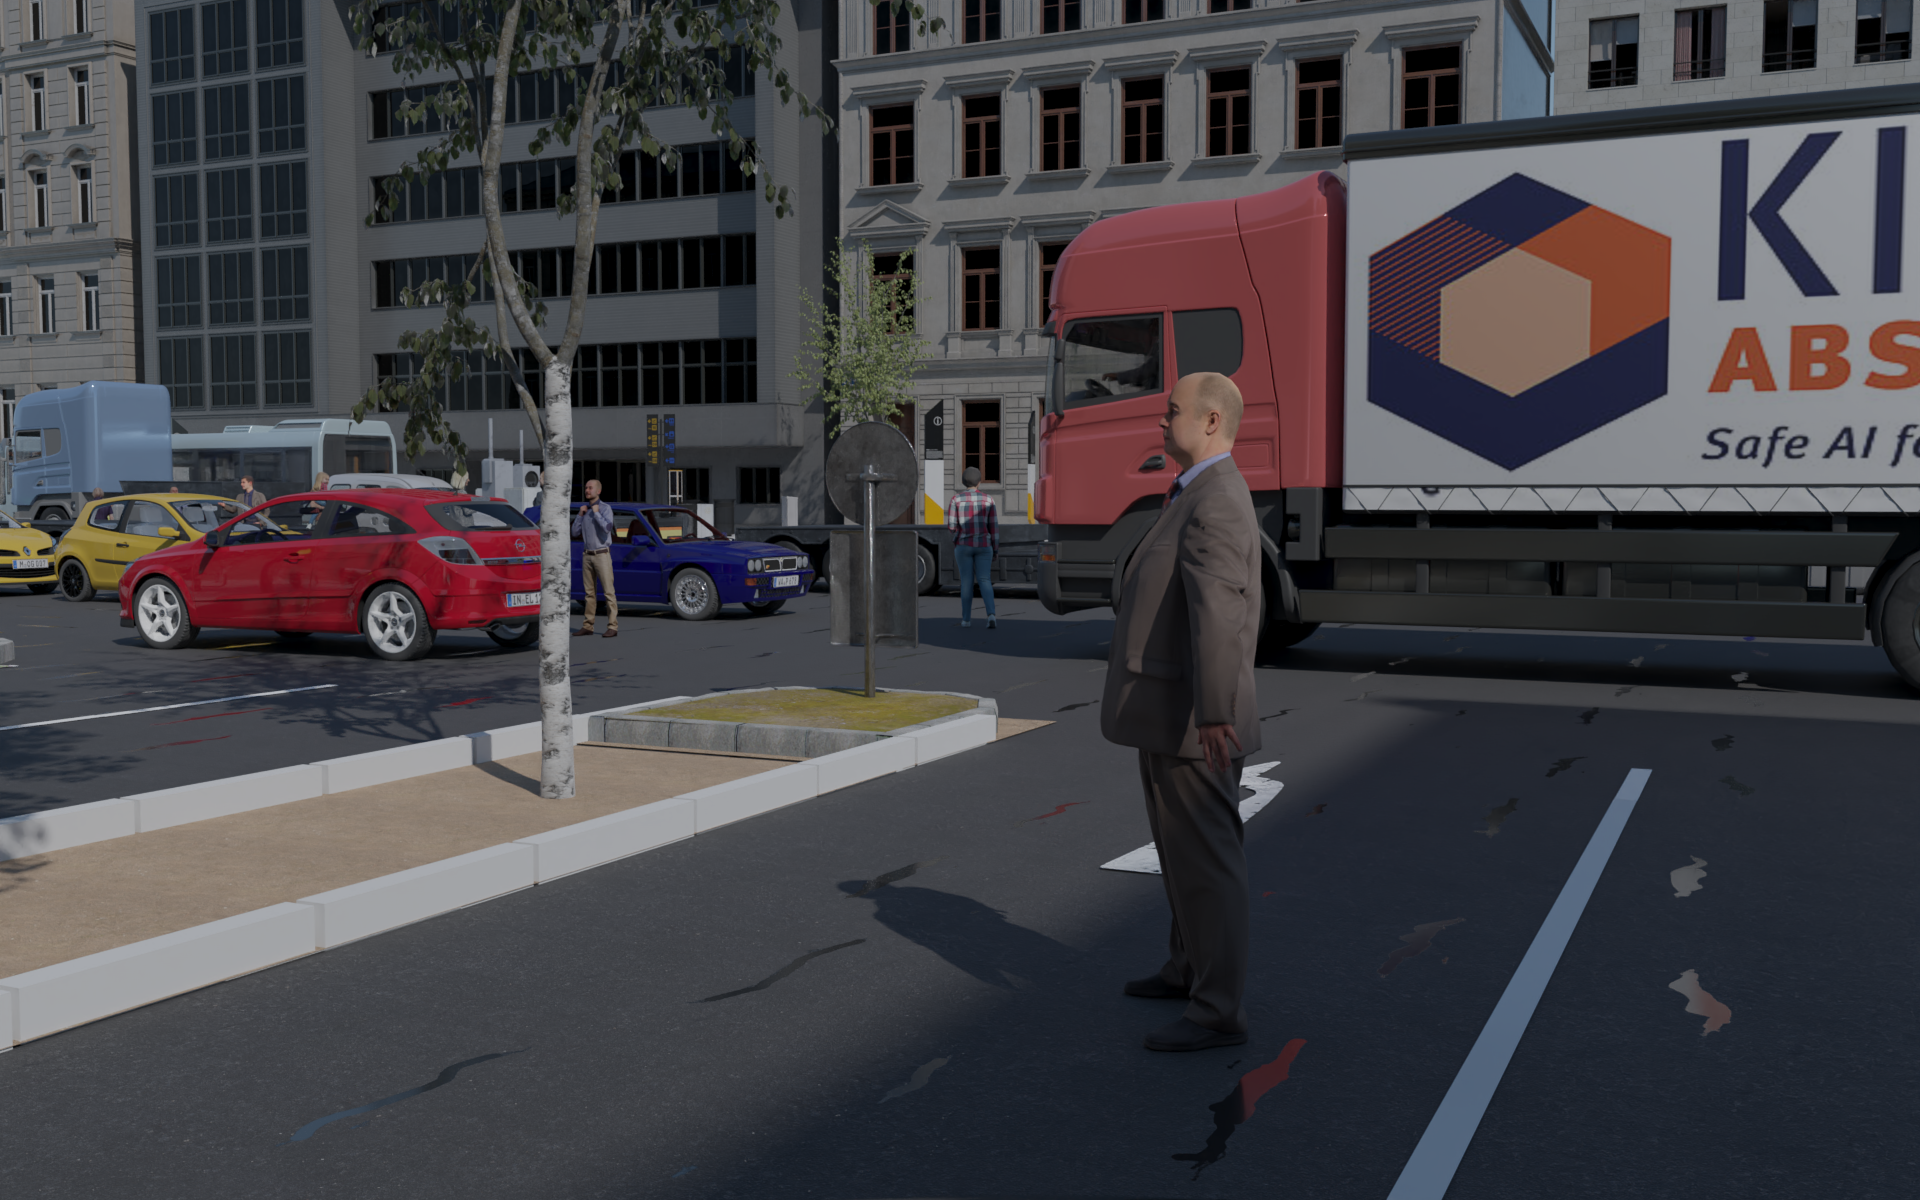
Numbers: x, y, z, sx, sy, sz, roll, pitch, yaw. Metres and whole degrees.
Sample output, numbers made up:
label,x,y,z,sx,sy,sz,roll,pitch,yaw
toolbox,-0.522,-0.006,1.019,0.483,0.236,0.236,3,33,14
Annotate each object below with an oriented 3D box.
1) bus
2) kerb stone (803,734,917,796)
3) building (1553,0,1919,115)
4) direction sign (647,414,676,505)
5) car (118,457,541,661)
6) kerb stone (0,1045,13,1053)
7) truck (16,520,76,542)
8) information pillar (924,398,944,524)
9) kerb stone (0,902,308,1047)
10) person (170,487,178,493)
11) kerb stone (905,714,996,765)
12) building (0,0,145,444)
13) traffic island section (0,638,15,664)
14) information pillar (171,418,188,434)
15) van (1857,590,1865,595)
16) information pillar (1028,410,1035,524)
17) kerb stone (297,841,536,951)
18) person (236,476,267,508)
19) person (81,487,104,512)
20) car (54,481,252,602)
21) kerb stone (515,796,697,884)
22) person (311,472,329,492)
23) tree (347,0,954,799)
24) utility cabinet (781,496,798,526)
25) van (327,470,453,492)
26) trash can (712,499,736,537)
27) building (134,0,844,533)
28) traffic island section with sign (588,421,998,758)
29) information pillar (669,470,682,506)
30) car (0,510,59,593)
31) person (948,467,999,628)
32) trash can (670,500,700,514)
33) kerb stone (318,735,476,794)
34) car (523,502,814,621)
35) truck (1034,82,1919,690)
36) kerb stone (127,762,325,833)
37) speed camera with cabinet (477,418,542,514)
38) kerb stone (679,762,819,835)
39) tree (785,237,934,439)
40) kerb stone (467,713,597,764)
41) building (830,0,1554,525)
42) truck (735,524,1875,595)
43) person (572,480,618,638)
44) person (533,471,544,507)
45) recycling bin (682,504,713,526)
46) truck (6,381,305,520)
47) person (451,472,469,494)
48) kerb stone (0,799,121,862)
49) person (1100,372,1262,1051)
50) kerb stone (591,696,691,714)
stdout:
label,x,y,z,sx,sy,sz,roll,pitch,yaw
bus,-20.811,-3.131,46.051,13.247,3.499,2.948,2,4,27
kerb stone,-0.507,0.827,8.682,0.120,0.150,1.000,2,4,25
building,24.939,-11.650,45.235,16.860,20.320,10.420,2,4,25
direction sign,-8.470,-3.496,49.149,0.876,3.537,0.379,1,4,17
car,-5.829,-0.436,16.173,4.494,1.783,2.155,2,4,24
kerb stone,-2.715,1.110,4.042,0.120,0.150,1.000,2,4,25
truck,-20.669,-2.545,31.374,18.799,4.110,2.967,2,4,24
information pillar,-0.625,-3.124,42.439,0.504,3.616,0.183,-1,4,-17
kerb stone,-2.281,1.054,4.975,0.120,0.150,1.000,2,4,25
person,-15.204,-1.409,33.601,0.516,1.574,0.319,-2,4,-29
kerb stone,-0.062,0.770,9.613,0.120,0.150,1.000,2,4,25
building,-41.017,-17.114,77.082,25.104,27.353,12.463,2,4,25
traffic island section,-9.371,0.495,14.194,2.009,0.180,2.903,2,4,25
information pillar,-24.039,-3.795,53.403,0.504,3.616,0.183,-3,5,-44
van,11.595,-1.324,26.024,5.245,2.365,2.240,2,4,27
information pillar,1.997,-3.480,48.246,0.183,3.616,0.504,1,4,18
kerb stone,-1.828,0.997,5.900,0.120,0.150,1.000,2,4,25
person,-12.725,-1.329,30.752,0.617,1.759,0.750,1,4,23
person,-16.056,-1.310,32.130,0.569,1.553,0.471,0,4,5
car,-10.165,-0.784,23.043,3.980,1.641,2.015,2,4,27
kerb stone,-1.383,0.940,6.827,0.120,0.150,1.000,2,4,25
person,-11.404,-1.376,30.981,0.573,1.828,0.580,-2,4,-30
tree,-1.806,-3.382,8.116,4.360,8.622,3.978,0,3,0
utility cabinet,-4.405,-2.064,44.905,0.306,1.237,1.020,-1,4,-13
van,-10.827,-1.689,34.628,4.112,2.044,2.013,2,4,26
trash can,-7.115,-2.484,52.267,0.748,1.137,0.748,0,3,0
building,-15.419,-15.077,65.571,30.058,24.678,14.314,2,4,25
traffic island section with sign,-0.820,-0.138,10.391,2.006,1.907,1.989,2,4,25
information pillar,-8.762,-2.991,53.401,0.304,2.012,0.304,1,4,18
car,-14.739,-0.905,25.028,3.980,1.641,2.015,2,4,26
person,0.146,-0.566,18.585,0.563,1.720,0.643,0,4,-7
trash can,-6.731,-1.881,42.406,0.748,1.137,0.748,0,3,0
kerb stone,-2.831,0.828,8.683,0.120,0.150,1.000,2,4,25
car,-3.761,-0.500,20.757,3.894,1.354,1.945,2,4,24
truck,5.526,-1.513,13.653,11.283,4.237,2.839,2,4,26
kerb stone,-3.280,0.884,7.748,0.120,0.150,1.000,2,4,25
speed camera with cabinet,-11.635,-3.096,44.952,2.038,3.252,0.660,3,5,44
kerb stone,-0.945,0.883,7.754,0.120,0.150,1.000,2,4,25
tree,-2.558,-6.034,49.021,4.737,8.622,4.395,0,3,0
kerb stone,-2.387,0.770,9.607,0.120,0.150,1.000,2,4,25
building,7.307,-13.304,53.669,21.152,22.565,11.583,2,4,25
truck,5.614,-1.987,22.239,18.799,4.110,2.967,2,4,26
person,-3.663,-0.419,17.409,0.516,1.574,0.319,2,4,35
person,-5.880,-0.984,25.010,0.534,1.772,0.576,1,4,16
recycling bin,-6.670,-1.896,43.555,0.722,1.027,0.722,-2,4,-35
truck,-14.814,-3.039,39.448,18.799,4.110,2.967,2,4,25
person,-7.420,-1.056,25.943,0.526,1.800,0.537,-2,4,-29
kerb stone,-3.724,0.940,6.823,0.120,0.150,1.000,2,4,25
person,0.595,0.269,4.654,0.434,1.755,0.990,0,4,1
kerb stone,-1.942,0.716,10.536,0.120,0.150,1.000,2,4,25
